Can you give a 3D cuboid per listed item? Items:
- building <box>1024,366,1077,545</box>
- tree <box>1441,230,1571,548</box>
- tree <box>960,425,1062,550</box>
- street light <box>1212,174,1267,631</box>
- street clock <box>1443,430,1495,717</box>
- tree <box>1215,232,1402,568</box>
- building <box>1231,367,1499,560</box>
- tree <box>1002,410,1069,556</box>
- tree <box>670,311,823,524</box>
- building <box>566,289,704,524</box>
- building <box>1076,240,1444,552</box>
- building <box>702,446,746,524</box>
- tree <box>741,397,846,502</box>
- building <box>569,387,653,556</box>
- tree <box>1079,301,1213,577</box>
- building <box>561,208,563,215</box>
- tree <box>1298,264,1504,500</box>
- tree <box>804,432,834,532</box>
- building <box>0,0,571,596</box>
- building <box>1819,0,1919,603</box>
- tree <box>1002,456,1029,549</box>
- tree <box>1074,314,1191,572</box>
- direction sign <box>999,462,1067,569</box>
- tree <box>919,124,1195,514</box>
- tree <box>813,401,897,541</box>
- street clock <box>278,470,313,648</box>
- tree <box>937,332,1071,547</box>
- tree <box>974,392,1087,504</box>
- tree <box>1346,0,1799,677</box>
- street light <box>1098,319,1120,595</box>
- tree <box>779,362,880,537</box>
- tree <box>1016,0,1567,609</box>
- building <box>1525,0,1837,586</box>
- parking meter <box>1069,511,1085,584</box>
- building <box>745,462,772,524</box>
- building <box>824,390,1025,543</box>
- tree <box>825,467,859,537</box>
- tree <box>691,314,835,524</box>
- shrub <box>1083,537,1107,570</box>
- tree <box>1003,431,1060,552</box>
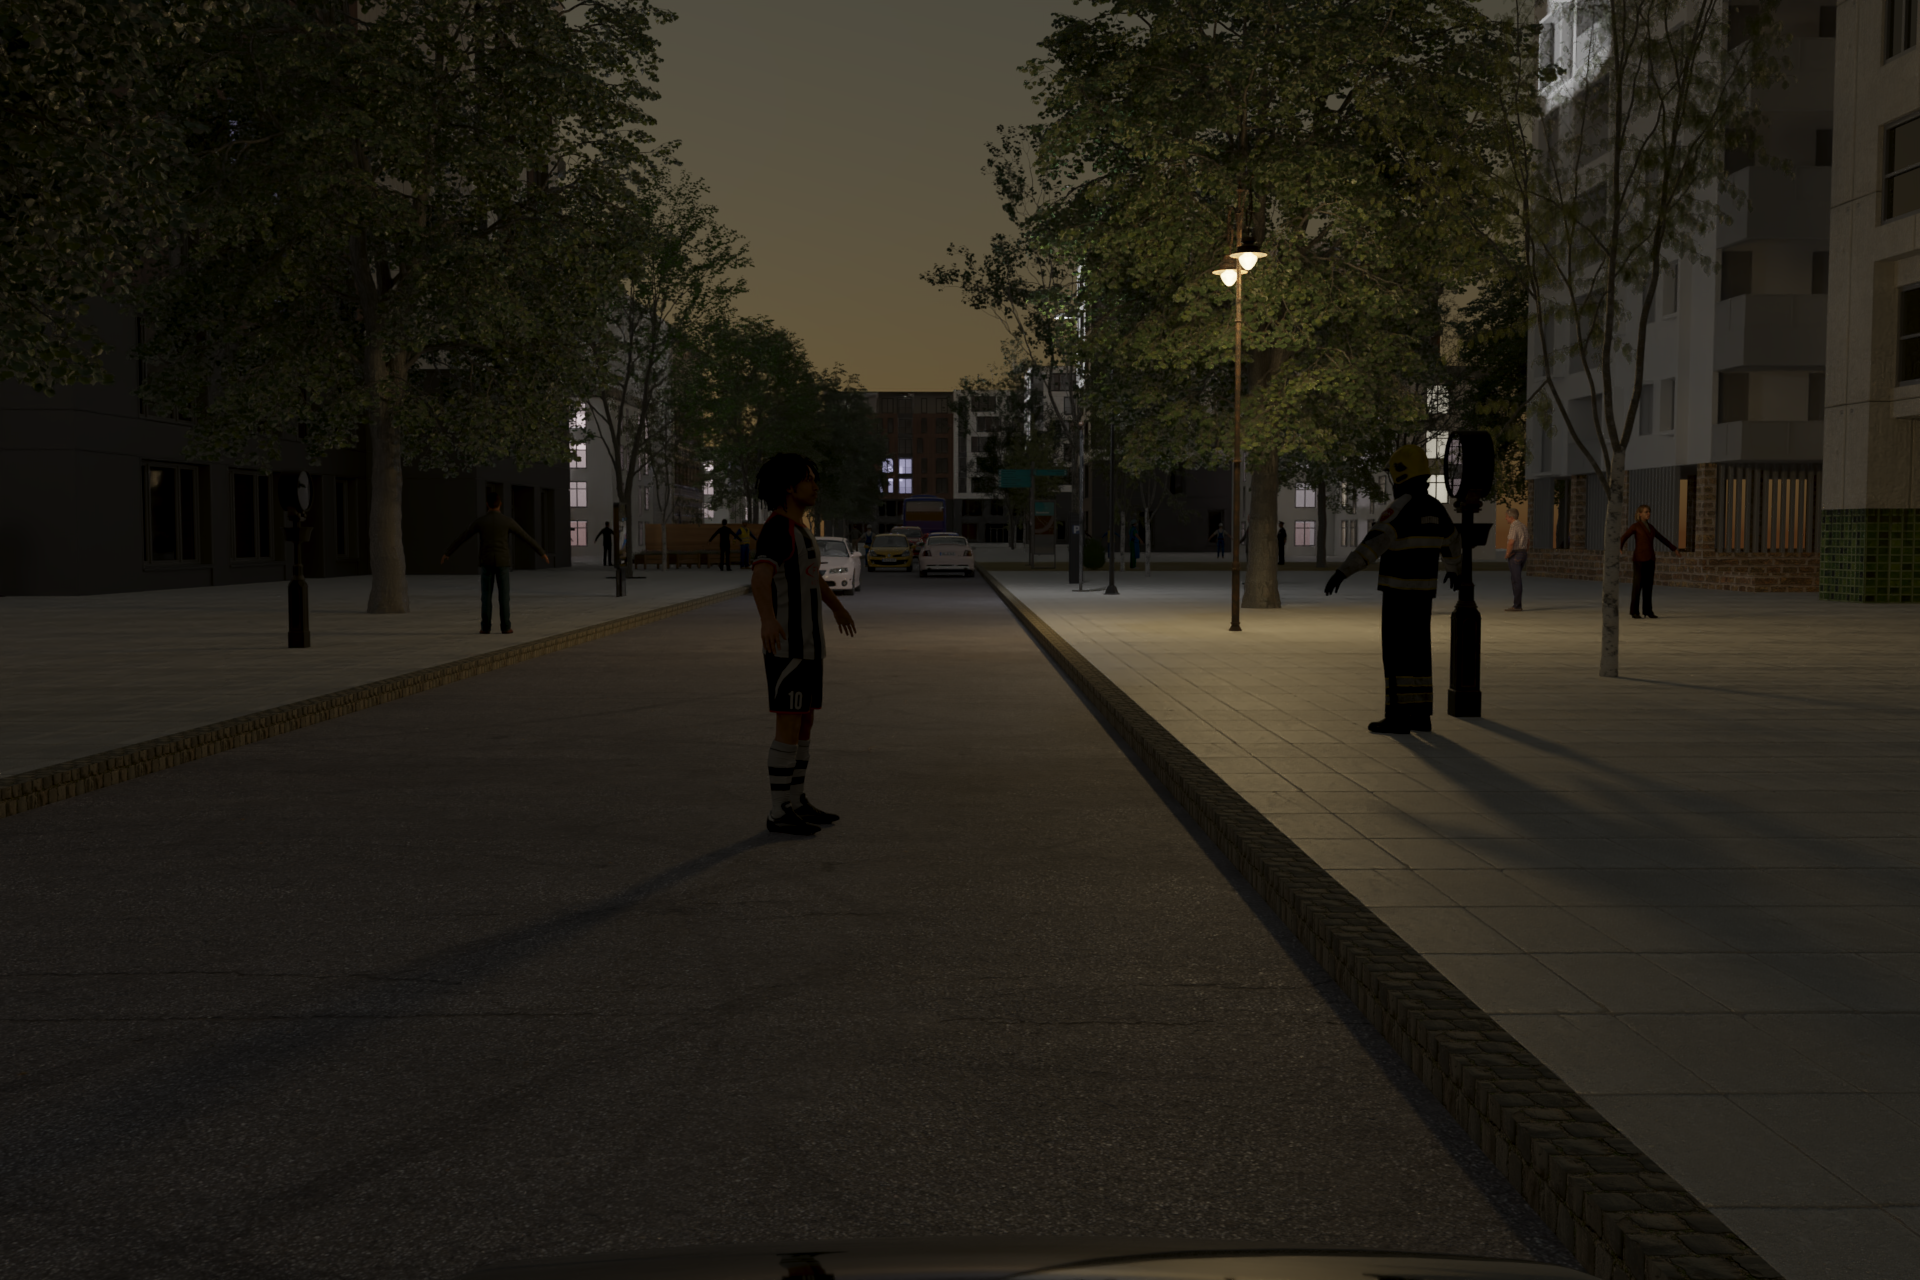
[{"bbox_3d":[22.222,-23.405,226.646,27.936,21.610,32.646,0,4,-1],"label":"building"},{"bbox_3d":[22.985,-9.709,65.399,9.857,13.997,8.962,0,3,0],"label":"tree"},{"bbox_3d":[4.312,-12.670,141.569,8.767,10.594,7.601,0,4,-4],"label":"tree"},{"bbox_3d":[3.647,-3.056,22.761,0.468,5.910,1.993,0,4,0],"label":"street light"},{"bbox_3d":[3.557,-0.464,12.157,0.358,2.002,0.471,0,4,0],"label":"street clock"},{"bbox_3d":[13.457,-9.040,65.929,7.486,12.596,7.792,0,3,0],"label":"tree"},{"bbox_3d":[22.440,-9.687,100.536,9.099,9.664,28.070,0,4,0],"label":"building"},{"bbox_3d":[4.593,-9.258,101.726,4.737,8.622,4.395,0,3,0],"label":"tree"},{"bbox_3d":[-9.909,-9.459,80.407,9.928,11.665,9.643,0,3,0],"label":"tree"},{"bbox_3d":[-30.805,-18.737,137.274,19.493,23.208,18.063,0,4,-1],"label":"building"},{"bbox_3d":[22.935,-17.906,136.739,27.936,21.610,32.646,0,4,-1],"label":"building"},{"bbox_3d":[-26.621,-14.511,179.406,9.099,9.664,28.070,0,4,-1],"label":"building"},{"bbox_3d":[-10.609,-10.670,108.866,7.601,10.594,8.767,1,4,14],"label":"tree"},{"bbox_3d":[-24.385,-10.428,112.639,9.099,9.664,28.070,0,4,-1],"label":"building"},{"bbox_3d":[5.695,-6.216,51.996,4.360,8.622,3.978,0,3,0],"label":"tree"},{"bbox_3d":[-27.024,-13.944,84.399,16.016,20.090,11.380,0,4,0],"label":"building"},{"bbox_3d":[19.626,-10.227,77.574,12.009,13.543,11.850,0,3,0],"label":"tree"},{"bbox_3d":[-9.989,-10.270,118.279,4.360,8.622,3.978,0,3,0],"label":"tree"},{"bbox_3d":[-28.964,-12.673,51.177,27.936,21.610,32.646,0,4,-1],"label":"building"},{"bbox_3d":[25.101,-9.231,17.377,16.747,18.905,31.486,0,4,0],"label":"building"},{"bbox_3d":[5.042,-12.426,153.535,4.737,8.622,4.395,0,3,0],"label":"tree"},{"bbox_3d":[5.740,-6.626,58.692,4.737,8.622,4.395,0,3,0],"label":"tree"},{"bbox_3d":[2.710,-4.563,63.371,2.525,3.948,1.411,0,4,-2],"label":"direction sign"},{"bbox_3d":[4.033,-13.836,82.106,12.611,20.169,13.585,0,3,0],"label":"tree"},{"bbox_3d":[-10.544,-15.475,159.673,9.857,13.997,8.962,0,3,0],"label":"tree"},{"bbox_3d":[-7.457,-0.912,19.489,0.358,2.002,0.471,0,3,0],"label":"street clock"},{"bbox_3d":[4.158,-18.885,164.664,12.611,20.169,13.585,0,3,0],"label":"tree"},{"bbox_3d":[4.557,-11.015,114.505,8.767,10.594,7.601,2,4,28],"label":"tree"},{"bbox_3d":[5.864,-3.960,15.108,4.360,8.622,3.978,0,3,0],"label":"tree"},{"bbox_3d":[3.759,-3.915,36.555,1.470,5.913,1.316,0,4,0],"label":"street light"},{"bbox_3d":[-10.746,-13.581,128.710,9.857,13.997,8.962,0,3,0],"label":"tree"},{"bbox_3d":[5.197,-7.532,29.799,9.857,13.997,8.962,0,3,0],"label":"tree"},{"bbox_3d":[22.194,-11.861,50.341,16.016,20.090,11.380,0,4,-1],"label":"building"},{"bbox_3d":[3.020,-2.390,44.783,0.399,1.863,0.255,0,4,0],"label":"parking meter"},{"bbox_3d":[-26.713,-16.321,208.987,9.099,9.664,28.070,0,3,0],"label":"building"},{"bbox_3d":[-3.395,-25.117,257.098,32.646,21.610,27.936,0,4,-1],"label":"building"},{"bbox_3d":[-10.698,-11.755,142.555,4.360,8.622,3.978,0,3,0],"label":"tree"},{"bbox_3d":[-10.238,-10.504,89.874,7.486,12.596,7.792,0,3,0],"label":"tree"},{"bbox_3d":[4.783,-3.111,61.982,1.383,1.207,1.383,0,3,0],"label":"shrub"},{"bbox_3d":[4.846,-10.666,124.752,4.737,8.622,4.395,0,3,0],"label":"tree"}]
